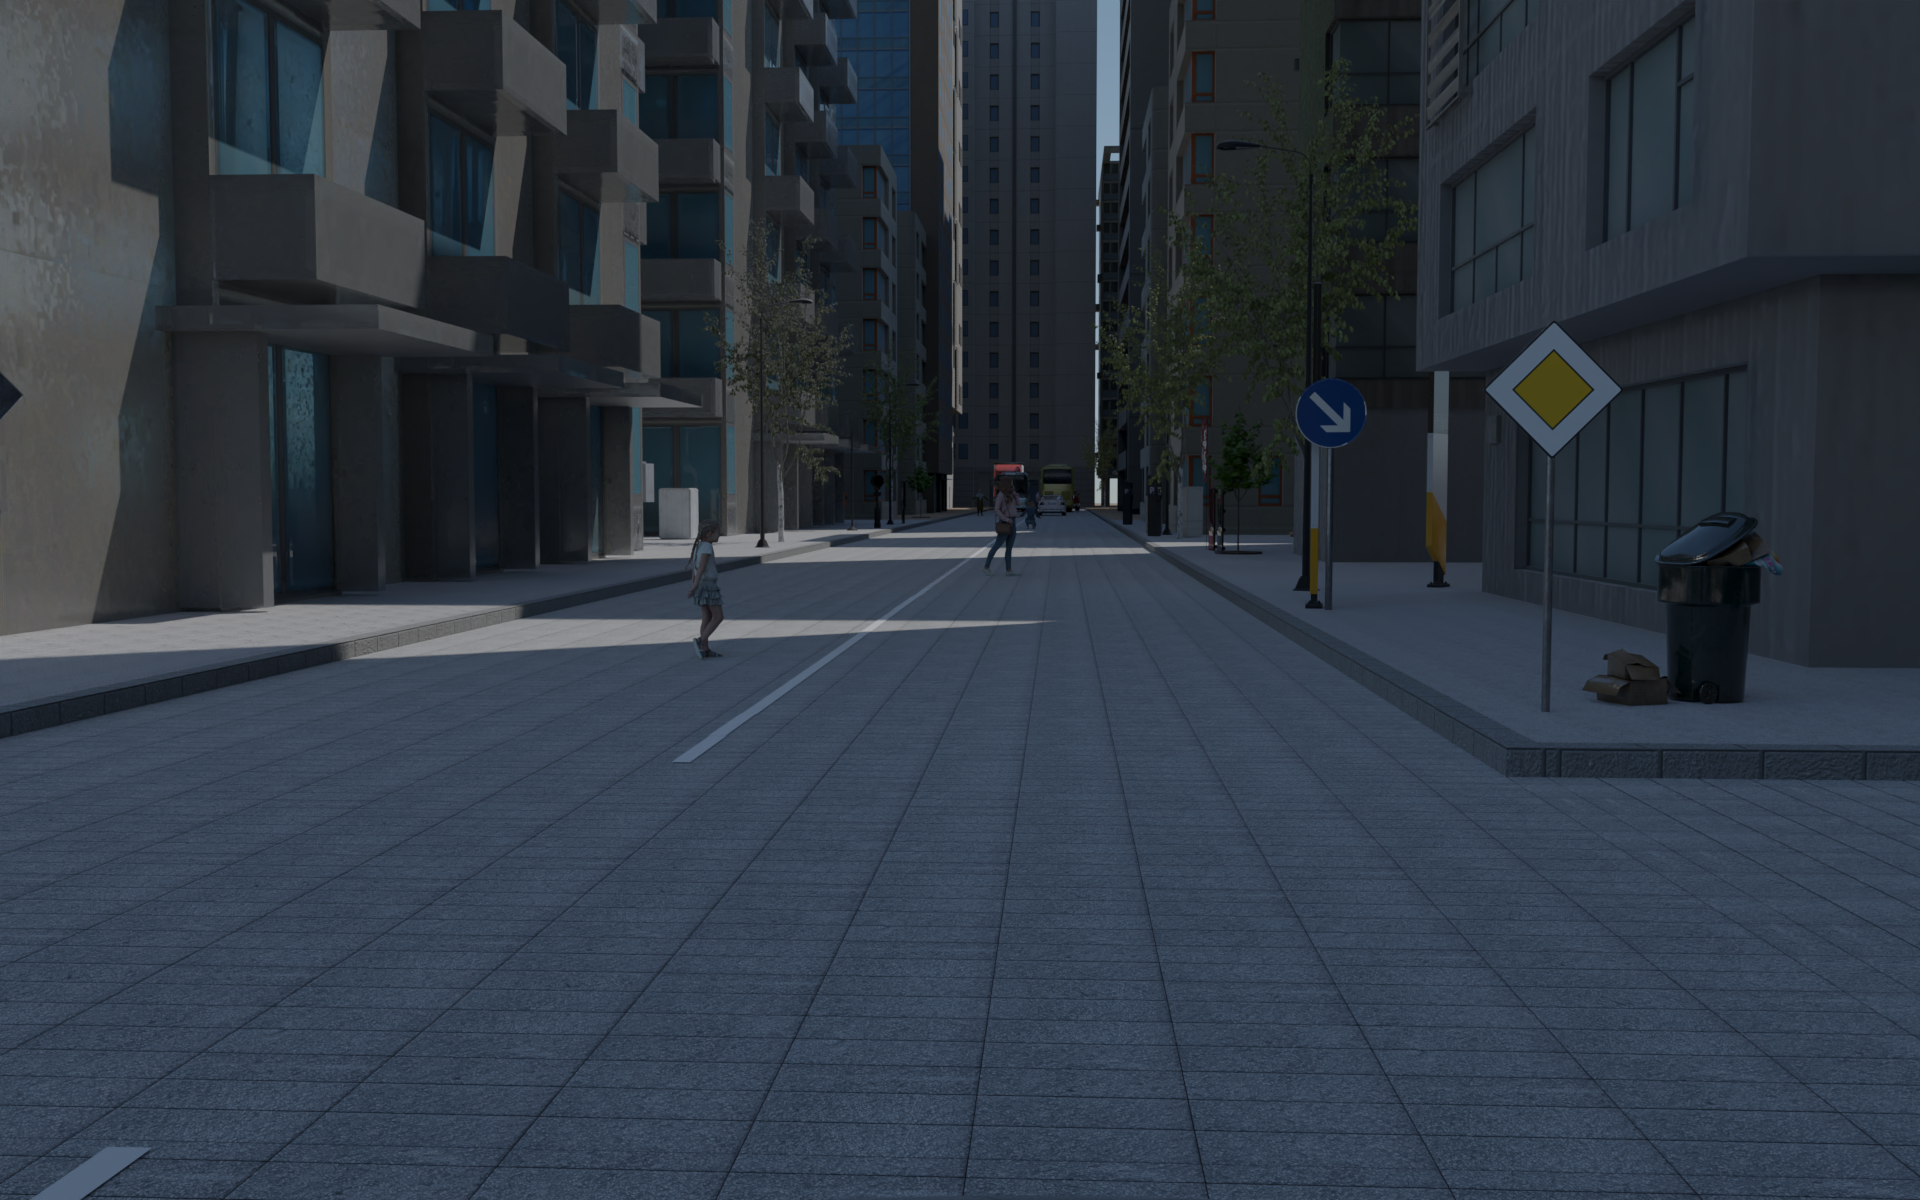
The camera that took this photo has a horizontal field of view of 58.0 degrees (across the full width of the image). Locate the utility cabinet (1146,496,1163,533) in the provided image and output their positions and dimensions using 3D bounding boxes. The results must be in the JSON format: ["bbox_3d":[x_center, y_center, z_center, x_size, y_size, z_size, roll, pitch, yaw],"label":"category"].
[{"bbox_3d":[6.372,-2.792,56.817,0.306,1.237,1.020,-1,4,-9],"label":"utility cabinet"}]

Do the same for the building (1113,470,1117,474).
[{"bbox_3d":[24.895,-32.005,142.896,23.786,49.044,30.456,0,4,3],"label":"building"}]

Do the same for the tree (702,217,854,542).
[{"bbox_3d":[-4.786,-5.856,46.103,4.360,8.622,3.978,0,3,0],"label":"tree"}]

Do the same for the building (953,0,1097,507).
[{"bbox_3d":[-0.096,-39.011,179.828,28.212,58.520,21.231,0,4,3],"label":"building"}]

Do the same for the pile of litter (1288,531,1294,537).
[{"bbox_3d":[10.311,-2.295,51.492,1.176,0.858,1.719,2,4,33],"label":"pile of litter"}]

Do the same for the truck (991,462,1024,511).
[{"bbox_3d":[4.341,-10.126,154.471,2.839,4.237,11.283,0,4,3],"label":"truck"}]

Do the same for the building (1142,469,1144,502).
[{"bbox_3d":[20.916,-40.158,94.830,20.563,71.187,20.611,0,4,3],"label":"building"}]

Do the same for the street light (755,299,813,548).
[{"bbox_3d":[-4.201,-4.209,41.355,1.470,5.913,1.316,0,4,3],"label":"street light"}]

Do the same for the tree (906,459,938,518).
[{"bbox_3d":[-2.251,-6.082,94.048,1.663,3.219,1.824,0,3,0],"label":"tree"}]

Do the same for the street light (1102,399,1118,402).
[{"bbox_3d":[7.631,-6.874,84.924,1.470,5.913,1.316,0,4,3],"label":"street light"}]

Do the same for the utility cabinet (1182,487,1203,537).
[{"bbox_3d":[6.851,-2.618,51.487,0.318,1.500,1.173,2,4,30],"label":"utility cabinet"}]

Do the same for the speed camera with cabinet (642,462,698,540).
[{"bbox_3d":[-8.486,-3.357,49.228,2.038,3.252,0.660,1,4,16],"label":"speed camera with cabinet"}]

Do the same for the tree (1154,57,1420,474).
[{"bbox_3d":[5.669,-4.811,29.024,4.737,8.622,4.395,0,3,0],"label":"tree"}]

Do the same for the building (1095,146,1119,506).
[{"bbox_3d":[26.477,-30.076,183.623,23.993,40.220,32.217,0,4,3],"label":"building"}]

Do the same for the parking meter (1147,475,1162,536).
[{"bbox_3d":[5.918,-2.870,52.637,0.399,1.863,0.255,3,5,43],"label":"parking meter"}]

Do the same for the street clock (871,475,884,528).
[{"bbox_3d":[-3.115,-3.713,65.269,0.471,2.002,0.358,-3,4,-37],"label":"street clock"}]

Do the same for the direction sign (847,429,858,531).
[{"bbox_3d":[-3.787,-4.207,60.778,0.379,3.537,0.876,0,4,-5],"label":"direction sign"}]

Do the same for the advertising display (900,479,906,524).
[{"bbox_3d":[-2.463,-4.269,75.017,0.123,1.923,0.974,-1,4,-8],"label":"advertising display"}]

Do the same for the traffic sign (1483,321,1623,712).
[{"bbox_3d":[3.449,-0.398,10.146,0.795,2.450,0.064,0,4,3],"label":"traffic sign"}]

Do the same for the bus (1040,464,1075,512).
[{"bbox_3d":[7.848,-9.047,139.461,2.896,3.916,12.252,0,4,3],"label":"bus"}]

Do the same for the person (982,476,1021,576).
[{"bbox_3d":[0.729,-1.301,30.357,0.643,1.750,0.593,2,4,26],"label":"person"}]

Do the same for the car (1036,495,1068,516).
[{"bbox_3d":[6.135,-6.300,115.367,2.083,1.381,4.827,0,4,3],"label":"car"}]

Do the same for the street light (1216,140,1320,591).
[{"bbox_3d":[4.062,-3.079,22.878,1.470,5.913,1.316,0,4,3],"label":"street light"}]

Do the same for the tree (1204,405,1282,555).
[{"bbox_3d":[5.860,-2.593,37.000,1.663,3.219,1.824,0,3,0],"label":"tree"}]

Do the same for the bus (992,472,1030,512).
[{"bbox_3d":[4.292,-8.913,140.582,2.948,3.499,13.247,0,4,3],"label":"bus"}]

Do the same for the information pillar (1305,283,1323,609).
[{"bbox_3d":[4.011,-1.722,19.504,0.183,3.616,0.504,1,4,13],"label":"information pillar"}]

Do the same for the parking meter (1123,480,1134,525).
[{"bbox_3d":[7.027,-4.080,72.417,0.399,1.863,0.255,2,4,32],"label":"parking meter"}]

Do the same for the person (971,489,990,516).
[{"bbox_3d":[1.328,-6.347,113.010,1.217,1.736,0.721,-1,4,-10],"label":"person"}]

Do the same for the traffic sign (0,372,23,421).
[{"bbox_3d":[-6.178,-0.433,10.726,0.795,2.450,0.064,0,4,3],"label":"traffic sign"}]

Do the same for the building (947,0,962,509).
[{"bbox_3d":[-13.512,-34.103,146.828,27.495,52.752,28.713,0,4,3],"label":"building"}]

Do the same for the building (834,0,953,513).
[{"bbox_3d":[-7.883,-28.840,121.640,14.600,45.320,14.200,0,4,3],"label":"building"}]

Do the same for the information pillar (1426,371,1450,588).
[{"bbox_3d":[6.543,-1.979,23.706,0.183,3.616,0.504,3,5,40],"label":"information pillar"}]

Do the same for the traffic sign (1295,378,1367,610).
[{"bbox_3d":[4.087,-1.164,19.130,0.768,2.556,0.104,1,4,13],"label":"traffic sign"}]

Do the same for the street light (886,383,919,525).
[{"bbox_3d":[-2.391,-6.117,72.558,1.470,5.913,1.316,0,4,3],"label":"street light"}]

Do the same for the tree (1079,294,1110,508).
[{"bbox_3d":[6.036,-6.045,49.205,4.737,8.622,4.395,0,3,0],"label":"tree"}]

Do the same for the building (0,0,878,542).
[{"bbox_3d":[-15.834,-27.193,64.221,23.786,49.044,30.456,0,4,3],"label":"building"}]

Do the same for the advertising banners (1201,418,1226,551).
[{"bbox_3d":[5.728,-2.635,39.269,0.090,3.025,2.074,0,4,-6],"label":"advertising banners"}]

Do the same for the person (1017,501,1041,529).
[{"bbox_3d":[2.831,-3.509,71.376,1.012,1.151,0.738,0,4,4],"label":"person"}]

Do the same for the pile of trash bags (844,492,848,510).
[{"bbox_3d":[-7.169,-4.596,84.897,3.447,1.369,1.912,1,4,11],"label":"pile of trash bags"}]

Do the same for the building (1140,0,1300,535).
[{"bbox_3d":[21.621,-13.604,67.463,27.650,21.520,28.899,0,4,3],"label":"building"}]

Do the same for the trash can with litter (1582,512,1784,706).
[{"bbox_3d":[4.432,0.046,10.640,1.055,1.170,0.624,-1,4,-18],"label":"trash can with litter"}]

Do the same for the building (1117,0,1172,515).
[{"bbox_3d":[21.779,-30.174,117.050,21.300,48.544,21.600,0,4,3],"label":"building"}]

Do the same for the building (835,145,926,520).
[{"bbox_3d":[-16.880,-15.666,101.182,27.650,21.520,28.899,0,4,3],"label":"building"}]

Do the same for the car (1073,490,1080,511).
[{"bbox_3d":[9.256,-8.596,149.223,2.281,1.827,5.304,0,4,2],"label":"car"}]

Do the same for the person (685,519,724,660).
[{"bbox_3d":[-2.279,-0.100,15.151,0.382,1.210,0.505,-2,4,-29],"label":"person"}]

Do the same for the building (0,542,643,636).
[{"bbox_3d":[-17.528,-24.848,25.871,23.786,49.044,30.456,0,4,3],"label":"building"}]

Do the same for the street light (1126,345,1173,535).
[{"bbox_3d":[5.945,-4.989,54.114,1.470,5.913,1.316,0,4,3],"label":"street light"}]

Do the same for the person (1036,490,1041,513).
[{"bbox_3d":[5.551,-6.877,121.875,0.436,1.711,0.756,0,4,2],"label":"person"}]

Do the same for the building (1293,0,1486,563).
[{"bbox_3d":[14.323,-16.295,38.117,14.160,30.474,14.107,0,4,3],"label":"building"}]

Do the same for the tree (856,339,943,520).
[{"bbox_3d":[-3.092,-8.121,83.148,4.737,8.622,4.395,0,3,0],"label":"tree"}]

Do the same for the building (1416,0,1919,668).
[{"bbox_3d":[12.425,-20.230,14.358,14.086,41.232,14.154,0,4,3],"label":"building"}]
